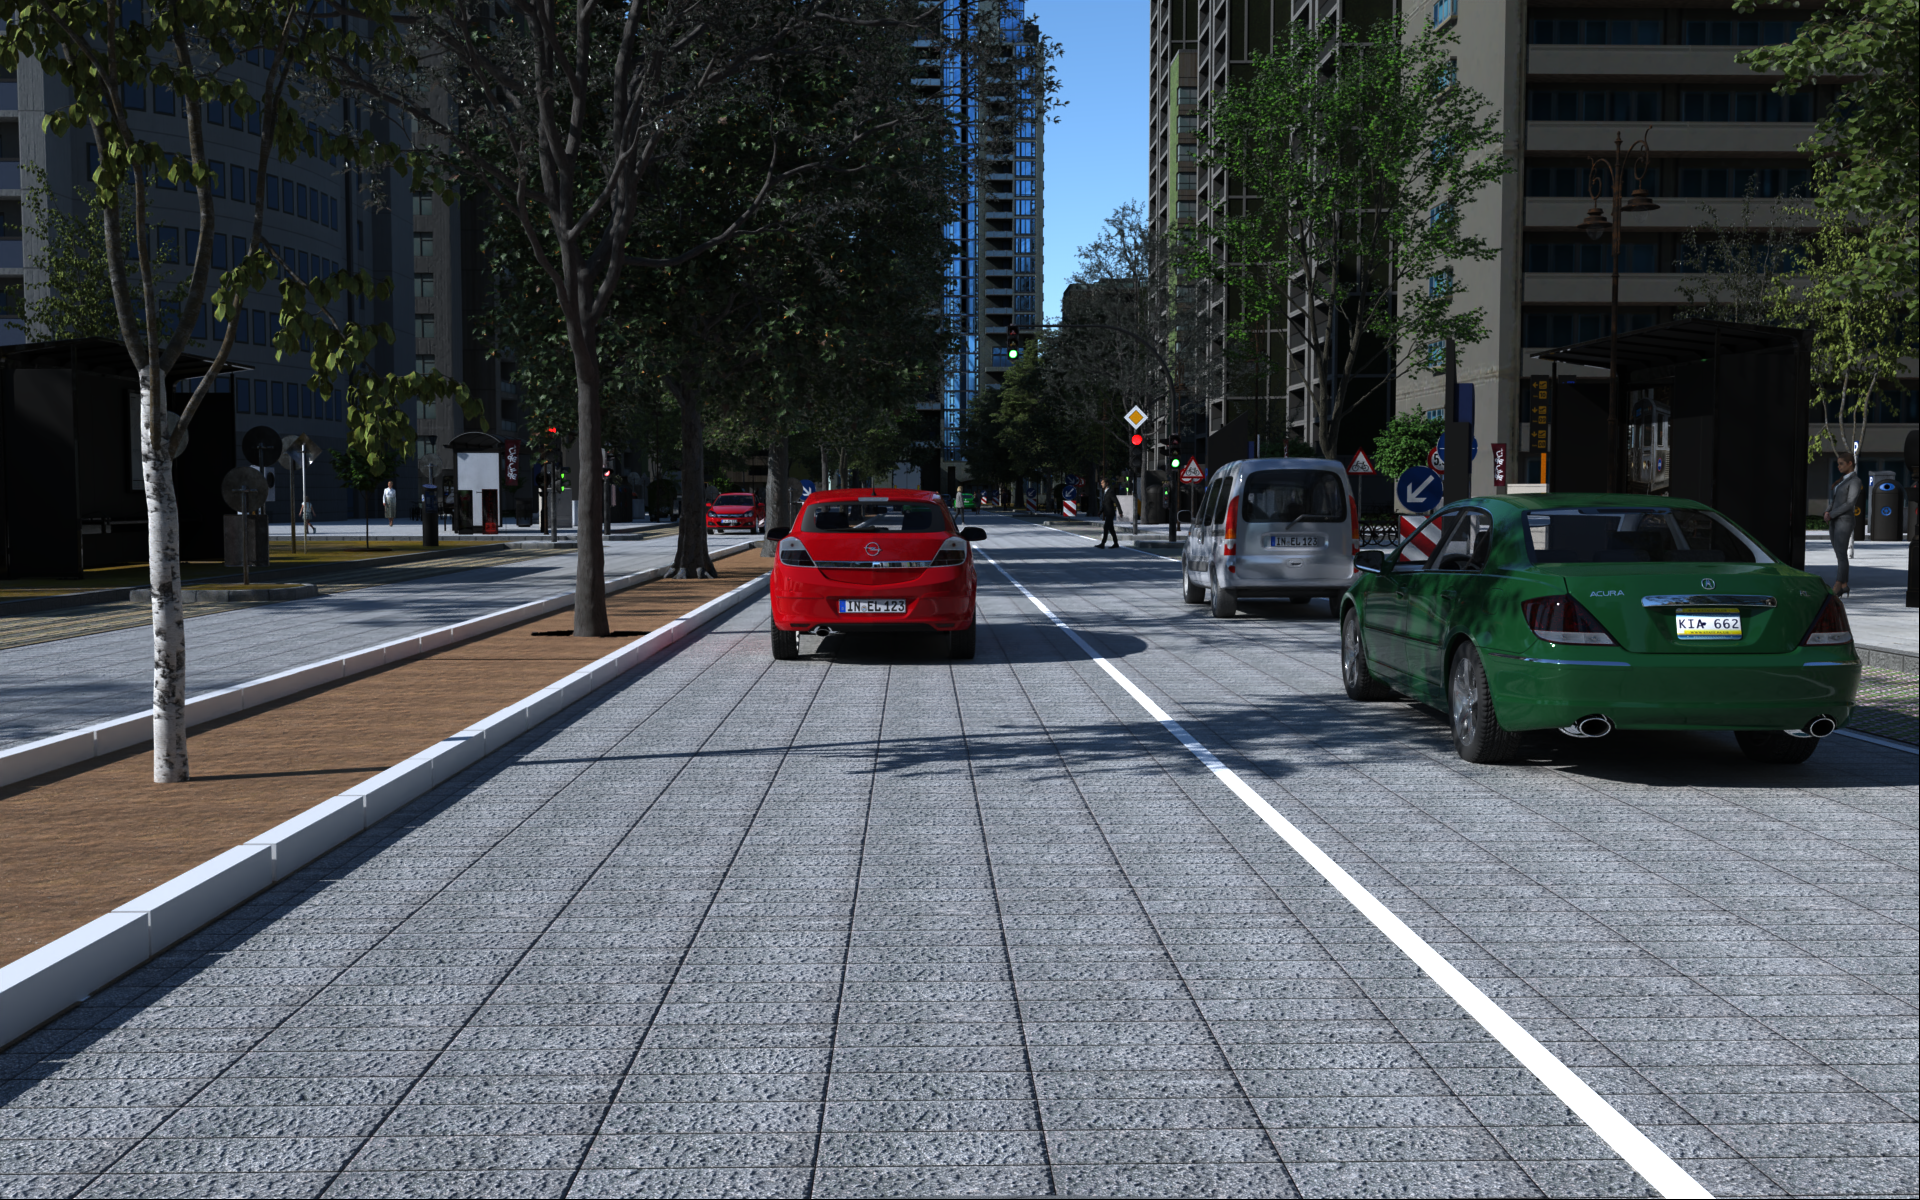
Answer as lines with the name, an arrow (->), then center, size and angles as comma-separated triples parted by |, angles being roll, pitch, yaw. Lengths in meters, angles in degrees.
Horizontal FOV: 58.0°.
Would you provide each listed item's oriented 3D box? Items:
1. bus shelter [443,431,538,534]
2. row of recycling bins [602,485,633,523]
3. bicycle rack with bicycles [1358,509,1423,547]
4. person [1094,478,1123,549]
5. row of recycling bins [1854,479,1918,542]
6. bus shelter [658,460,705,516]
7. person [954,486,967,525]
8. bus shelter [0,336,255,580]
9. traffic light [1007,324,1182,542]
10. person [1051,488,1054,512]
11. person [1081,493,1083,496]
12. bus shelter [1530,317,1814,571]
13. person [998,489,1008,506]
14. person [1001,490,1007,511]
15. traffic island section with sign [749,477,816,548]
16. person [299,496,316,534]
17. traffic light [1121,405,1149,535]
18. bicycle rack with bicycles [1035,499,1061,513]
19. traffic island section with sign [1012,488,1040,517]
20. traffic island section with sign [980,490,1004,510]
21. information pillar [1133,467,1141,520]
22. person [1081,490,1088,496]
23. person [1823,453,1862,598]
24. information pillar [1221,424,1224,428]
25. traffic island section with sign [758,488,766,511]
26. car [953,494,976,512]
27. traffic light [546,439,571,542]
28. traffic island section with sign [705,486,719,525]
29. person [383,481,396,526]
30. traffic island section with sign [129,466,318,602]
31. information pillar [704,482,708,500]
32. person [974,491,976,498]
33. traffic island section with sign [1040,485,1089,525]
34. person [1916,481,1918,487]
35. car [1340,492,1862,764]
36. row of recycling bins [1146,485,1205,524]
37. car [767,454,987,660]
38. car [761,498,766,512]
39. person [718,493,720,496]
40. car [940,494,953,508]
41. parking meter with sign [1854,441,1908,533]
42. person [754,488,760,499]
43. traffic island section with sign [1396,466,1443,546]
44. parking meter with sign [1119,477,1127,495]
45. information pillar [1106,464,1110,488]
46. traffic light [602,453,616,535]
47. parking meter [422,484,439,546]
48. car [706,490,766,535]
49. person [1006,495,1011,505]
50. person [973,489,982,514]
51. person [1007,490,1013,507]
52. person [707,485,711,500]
bus shelter -> -15.706, -3.958, 58.631 | 2.014, 3.302, 5.546 | 0, 4, -1
row of recycling bins -> -17.145, -4.846, 86.341 | 1.069, 1.692, 3.534 | 0, 4, 1
bicycle rack with bicycles -> 10.854, -1.787, 42.599 | 2.925, 0.926, 2.852 | 0, 4, 5
person -> 3.840, -2.268, 45.361 | 0.755, 1.850, 0.659 | -1, 4, -15
row of recycling bins -> 25.604, -2.437, 46.957 | 3.534, 1.692, 1.069 | 2, 4, 33
bus shelter -> -16.463, -6.649, 102.639 | 2.014, 3.302, 5.546 | 0, 4, -1
person -> -0.046, -4.314, 79.212 | 0.728, 1.800, 0.709 | -1, 4, -20
bus shelter -> -13.741, -2.298, 28.861 | 1.731, 3.624, 6.357 | 0, 4, -1
traffic light -> 3.624, -4.391, 46.455 | 4.771, 5.953, 1.251 | 0, 4, -1
person -> 6.732, -7.197, 124.381 | 0.731, 1.740, 0.598 | -2, 4, -24
person -> 13.470, -11.120, 191.085 | 0.421, 1.427, 0.697 | 1, 4, 9
bus shelter -> 10.504, -2.134, 26.169 | 1.731, 3.624, 6.357 | 0, 4, -1
person -> 4.670, -10.974, 185.602 | 1.348, 1.807, 0.705 | 0, 4, 8
person -> 3.693, -8.392, 146.164 | 0.568, 1.767, 0.683 | -3, 5, -42
traffic island section with sign -> -4.609, -2.361, 46.747 | 2.006, 1.907, 1.989 | 0, 4, -1
person -> -21.107, -2.748, 55.993 | 0.382, 1.210, 0.505 | 2, 4, 32
traffic light -> 5.517, -4.019, 54.630 | 0.839, 4.253, 0.868 | 0, 4, -1
bicycle rack with bicycles -> 6.607, -6.619, 121.598 | 2.925, 0.926, 2.852 | -1, 4, -13
traffic island section with sign -> 4.264, -6.044, 107.453 | 1.989, 1.847, 2.006 | 0, 4, -1
traffic island section with sign -> 3.058, -9.042, 156.469 | 1.989, 1.847, 2.006 | 0, 4, -1
information pillar -> 8.821, -5.805, 86.263 | 0.504, 3.616, 0.183 | -2, 4, -35
person -> 12.911, -10.586, 179.828 | 1.217, 1.736, 0.721 | 3, 4, 39
person -> 10.832, -0.924, 21.419 | 0.573, 1.790, 0.520 | -1, 4, -11
information pillar -> 8.749, -4.061, 57.748 | 0.183, 3.616, 0.504 | 1, 4, 17
traffic island section with sign -> -12.035, -5.983, 106.447 | 1.989, 1.847, 2.006 | 0, 4, -1
car -> 0.383, -8.089, 141.052 | 1.959, 1.807, 4.718 | 0, 4, -2
traffic light -> -10.842, -3.505, 46.225 | 0.839, 4.253, 0.868 | 0, 4, -1
traffic island section with sign -> -11.380, -4.335, 79.500 | 1.989, 1.847, 2.006 | 0, 4, -1
person -> -22.621, -3.822, 68.759 | 0.478, 1.798, 0.641 | 0, 4, -7
traffic island section with sign -> -9.999, -0.928, 23.801 | 1.989, 1.847, 2.006 | 0, 4, -1
information pillar -> -16.017, -6.402, 109.158 | 0.304, 2.012, 0.304 | 0, 4, -7
person -> 1.586, -10.892, 187.308 | 0.721, 1.735, 1.217 | -3, 4, -36
traffic island section with sign -> 4.919, -4.396, 80.506 | 1.989, 1.847, 2.006 | 0, 4, -1
person -> 13.577, -1.081, 23.997 | 0.573, 1.790, 0.520 | 3, 5, 39
car -> 3.615, 0.071, 10.641 | 2.131, 1.459, 4.920 | 0, 4, 0
row of recycling bins -> 9.554, -4.192, 75.644 | 3.534, 1.692, 1.069 | -3, 4, -37
car -> -0.797, -0.456, 16.502 | 2.155, 1.783, 4.494 | 0, 4, -2
car -> -12.339, -6.138, 112.930 | 1.945, 1.354, 3.894 | 0, 4, -2
person -> -23.528, -9.838, 167.725 | 0.721, 1.723, 1.217 | -2, 4, -34
car -> -1.619, -9.981, 175.197 | 2.014, 1.417, 4.499 | 0, 4, 0
parking meter with sign -> 30.214, -3.698, 56.728 | 1.738, 3.016, 0.543 | 0, 4, 8
person -> -16.600, -8.330, 142.371 | 0.705, 1.807, 1.348 | 2, 4, 34
traffic island section with sign -> 6.291, -0.998, 24.942 | 1.989, 1.847, 2.006 | 0, 4, -1
parking meter with sign -> 10.325, -6.964, 110.127 | 0.543, 3.016, 1.738 | 1, 4, 16
information pillar -> 10.735, -8.234, 125.972 | 0.183, 3.616, 0.504 | 2, 4, 30
traffic light -> -8.950, -4.870, 54.294 | 4.771, 5.953, 1.251 | 0, 4, -1
parking meter -> -13.042, -2.093, 42.630 | 0.372, 1.533, 0.369 | 0, 3, 0
car -> -8.083, -3.282, 62.704 | 2.155, 1.783, 4.494 | 0, 4, 0
person -> 5.423, -11.359, 194.994 | 0.421, 1.427, 0.697 | -3, 4, -36
person -> 1.257, -6.908, 121.809 | 0.716, 1.782, 0.532 | -1, 4, -18
person -> 5.095, -10.519, 178.741 | 0.721, 1.735, 1.217 | -3, 5, -44
person -> -14.930, -5.920, 103.042 | 0.583, 1.804, 0.606 | 1, 4, 15
